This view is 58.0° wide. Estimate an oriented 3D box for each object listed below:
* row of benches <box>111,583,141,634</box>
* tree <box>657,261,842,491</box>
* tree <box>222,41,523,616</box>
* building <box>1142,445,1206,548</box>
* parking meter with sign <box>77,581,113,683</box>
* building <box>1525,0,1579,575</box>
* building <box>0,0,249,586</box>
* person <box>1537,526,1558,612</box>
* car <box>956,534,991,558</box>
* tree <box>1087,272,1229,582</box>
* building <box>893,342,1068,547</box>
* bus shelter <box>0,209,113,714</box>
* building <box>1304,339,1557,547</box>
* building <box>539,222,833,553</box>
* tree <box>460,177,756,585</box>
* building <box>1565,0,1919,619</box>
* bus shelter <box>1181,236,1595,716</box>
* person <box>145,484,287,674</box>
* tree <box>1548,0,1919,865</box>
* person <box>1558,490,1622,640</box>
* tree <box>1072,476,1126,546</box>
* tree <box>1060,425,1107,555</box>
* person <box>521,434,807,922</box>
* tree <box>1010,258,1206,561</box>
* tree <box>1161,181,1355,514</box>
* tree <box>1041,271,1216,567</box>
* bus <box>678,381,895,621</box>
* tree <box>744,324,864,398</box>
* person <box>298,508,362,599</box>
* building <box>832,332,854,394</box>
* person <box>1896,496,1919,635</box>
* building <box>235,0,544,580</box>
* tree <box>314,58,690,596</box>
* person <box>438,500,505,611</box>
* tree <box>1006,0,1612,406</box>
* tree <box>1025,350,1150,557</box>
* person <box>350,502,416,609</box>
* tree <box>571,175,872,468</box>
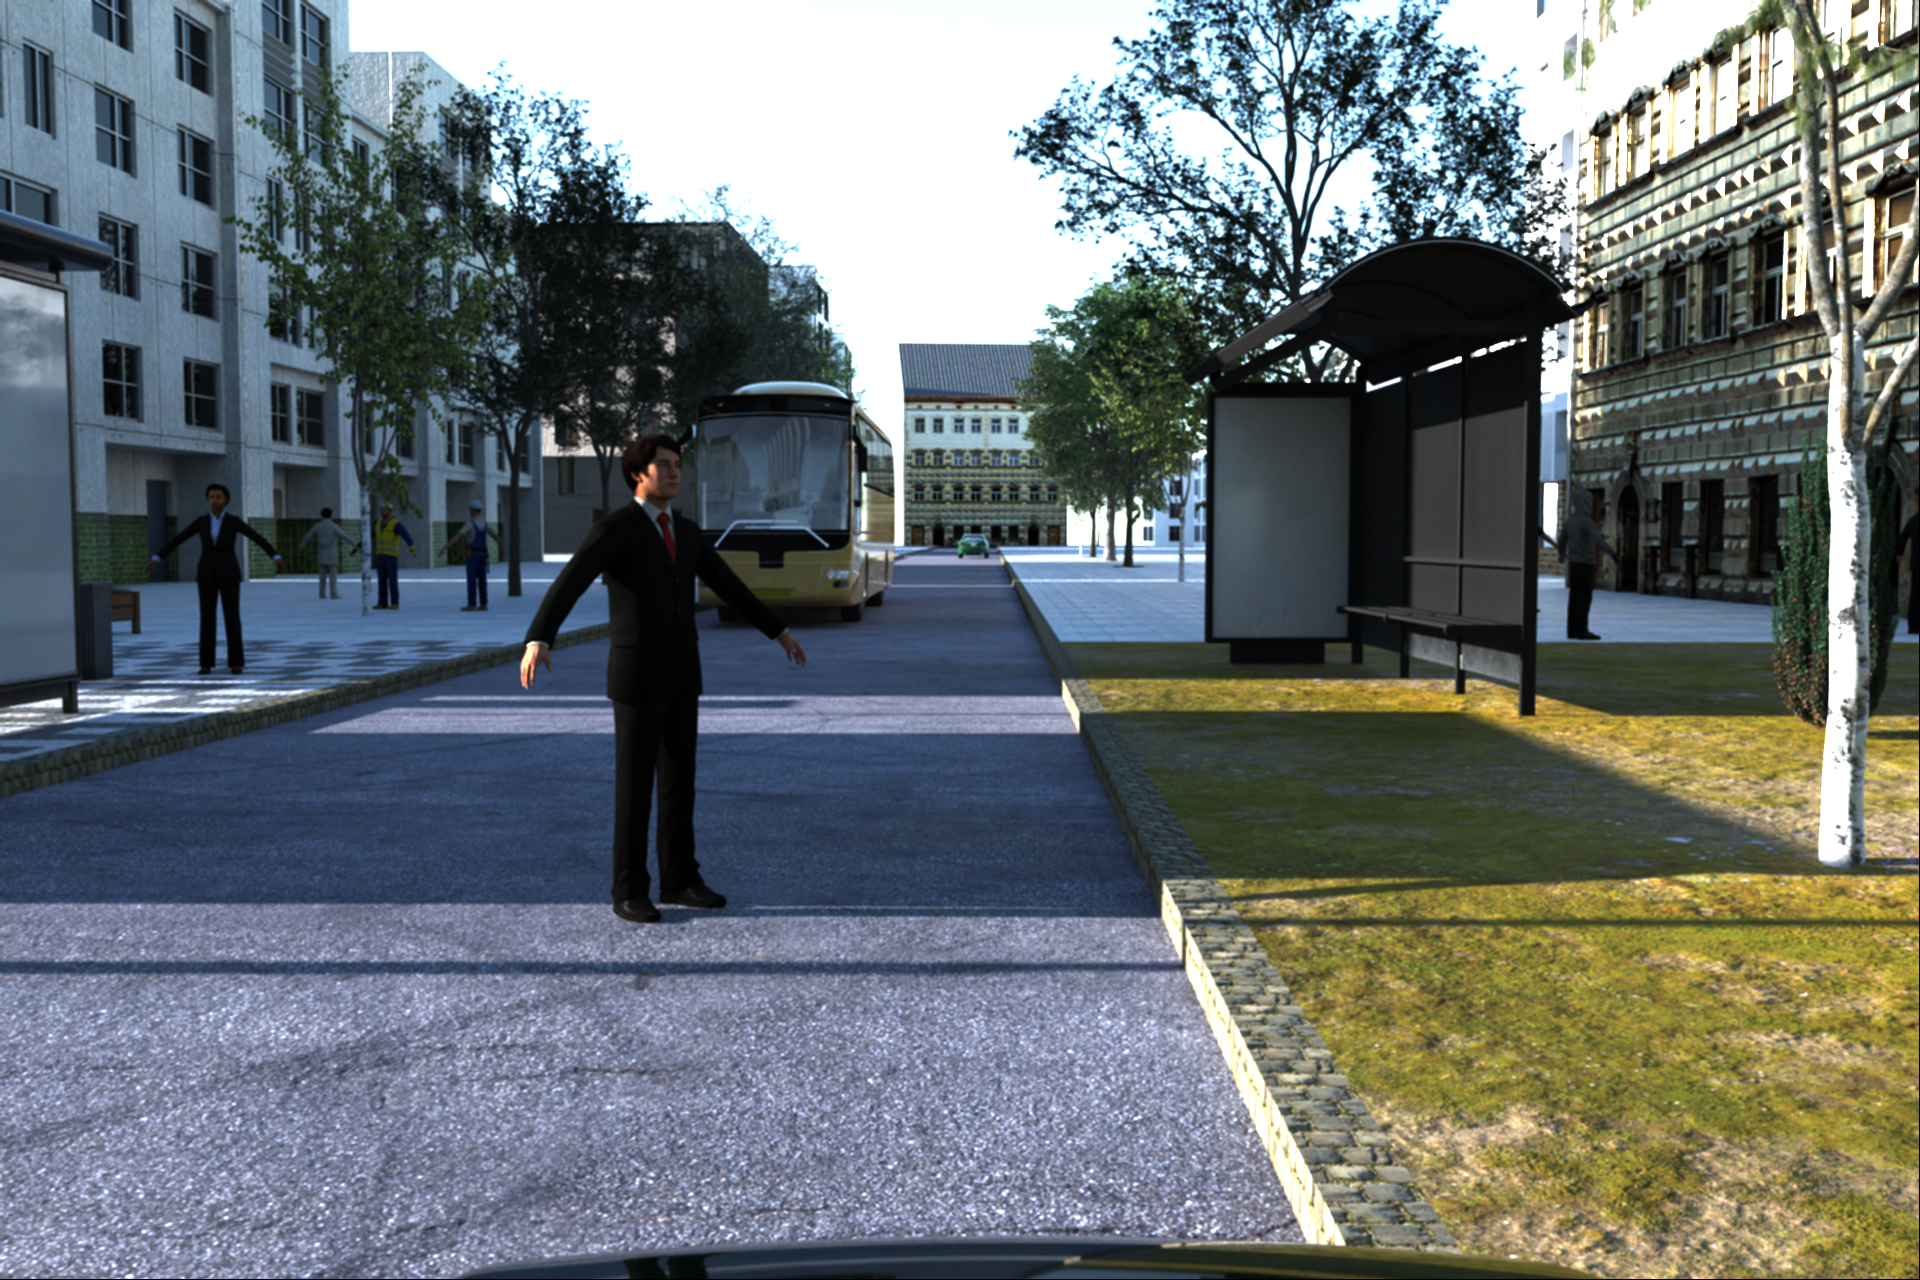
[{"bbox_3d":[-11.296,-0.311,20.547,1.422,0.672,4.104,1,4,14],"label":"row of benches"},{"bbox_3d":[-8.748,-9.434,72.378,7.486,12.596,7.792,0,3,0],"label":"tree"},{"bbox_3d":[-9.071,-4.687,26.998,4.737,8.622,4.395,0,3,0],"label":"tree"},{"bbox_3d":[23.427,-13.880,169.079,9.099,9.664,28.070,0,4,1],"label":"building"},{"bbox_3d":[-7.761,-1.117,14.524,0.543,3.016,1.738,0,4,0],"label":"parking meter with sign"},{"bbox_3d":[23.589,-12.149,55.056,16.016,20.090,11.380,0,4,1],"label":"building"},{"bbox_3d":[-27.993,-10.048,30.739,16.747,18.905,31.486,0,4,2],"label":"building"},{"bbox_3d":[9.278,-1.360,28.382,1.345,1.843,0.704,-1,4,-16],"label":"person"},{"bbox_3d":[0.821,-5.637,103.968,2.131,1.459,4.920,0,4,1],"label":"car"},{"bbox_3d":[5.862,-5.900,46.831,4.737,8.622,4.395,0,3,0],"label":"tree"},{"bbox_3d":[1.955,-22.325,198.397,18.063,23.208,19.493,0,4,-6],"label":"building"},{"bbox_3d":[-7.277,-1.860,8.041,2.179,5.291,8.768,0,4,2],"label":"bus shelter"},{"bbox_3d":[21.604,-8.033,73.482,9.099,9.664,28.070,0,4,1],"label":"building"},{"bbox_3d":[-25.125,-17.506,130.195,27.936,21.610,32.646,0,4,2],"label":"building"},{"bbox_3d":[-8.813,-6.703,44.014,8.767,10.594,7.601,1,4,22],"label":"tree"},{"bbox_3d":[23.629,-12.271,31.565,19.493,23.208,18.063,0,4,1],"label":"building"},{"bbox_3d":[3.253,-1.263,14.567,2.014,3.302,5.546,0,4,-1],"label":"bus shelter"},{"bbox_3d":[-6.772,-0.555,15.791,1.216,1.740,0.721,-1,4,-11],"label":"person"},{"bbox_3d":[3.639,-3.443,6.660,4.360,8.622,3.978,0,3,0],"label":"tree"},{"bbox_3d":[7.614,-0.918,21.132,0.705,1.813,1.348,-1,4,-10],"label":"person"},{"bbox_3d":[15.562,-15.678,190.743,7.601,10.594,8.767,0,4,5],"label":"tree"},{"bbox_3d":[7.075,-9.368,103.536,4.360,8.622,3.978,0,3,0],"label":"tree"},{"bbox_3d":[-1.133,0.128,6.557,0.705,1.806,1.347,3,5,40],"label":"person"},{"bbox_3d":[7.141,-10.722,81.957,9.857,13.997,8.962,0,3,0],"label":"tree"},{"bbox_3d":[6.134,-5.316,37.273,4.737,8.622,4.395,0,3,0],"label":"tree"},{"bbox_3d":[6.663,-8.639,67.001,9.928,11.665,9.643,0,3,0],"label":"tree"},{"bbox_3d":[-2.746,-2.454,31.668,2.896,3.916,12.252,0,4,1],"label":"bus"},{"bbox_3d":[-8.201,-9.808,86.110,9.928,11.665,9.643,0,3,0],"label":"tree"},{"bbox_3d":[-12.580,-1.732,34.501,1.347,1.806,0.705,0,4,7],"label":"person"},{"bbox_3d":[-25.624,-20.135,173.175,27.936,21.610,32.646,0,4,0],"label":"building"},{"bbox_3d":[12.354,-0.974,22.142,0.704,1.802,1.346,0,4,-5],"label":"person"},{"bbox_3d":[-27.956,-12.082,63.992,16.747,18.905,31.486,0,4,1],"label":"building"},{"bbox_3d":[-9.277,-6.157,35.082,8.767,10.594,7.601,1,4,11],"label":"tree"},{"bbox_3d":[-8.123,-1.416,29.014,0.705,1.847,1.347,3,4,36],"label":"person"},{"bbox_3d":[5.162,-5.483,24.055,8.767,10.594,7.601,-1,4,-20],"label":"tree"},{"bbox_3d":[7.324,-10.351,94.993,9.928,11.665,9.643,0,3,0],"label":"tree"},{"bbox_3d":[-9.802,-1.444,29.579,1.349,1.833,0.705,1,4,21],"label":"person"},{"bbox_3d":[-8.565,-9.162,60.168,12.009,13.543,11.850,0,3,0],"label":"tree"}]
